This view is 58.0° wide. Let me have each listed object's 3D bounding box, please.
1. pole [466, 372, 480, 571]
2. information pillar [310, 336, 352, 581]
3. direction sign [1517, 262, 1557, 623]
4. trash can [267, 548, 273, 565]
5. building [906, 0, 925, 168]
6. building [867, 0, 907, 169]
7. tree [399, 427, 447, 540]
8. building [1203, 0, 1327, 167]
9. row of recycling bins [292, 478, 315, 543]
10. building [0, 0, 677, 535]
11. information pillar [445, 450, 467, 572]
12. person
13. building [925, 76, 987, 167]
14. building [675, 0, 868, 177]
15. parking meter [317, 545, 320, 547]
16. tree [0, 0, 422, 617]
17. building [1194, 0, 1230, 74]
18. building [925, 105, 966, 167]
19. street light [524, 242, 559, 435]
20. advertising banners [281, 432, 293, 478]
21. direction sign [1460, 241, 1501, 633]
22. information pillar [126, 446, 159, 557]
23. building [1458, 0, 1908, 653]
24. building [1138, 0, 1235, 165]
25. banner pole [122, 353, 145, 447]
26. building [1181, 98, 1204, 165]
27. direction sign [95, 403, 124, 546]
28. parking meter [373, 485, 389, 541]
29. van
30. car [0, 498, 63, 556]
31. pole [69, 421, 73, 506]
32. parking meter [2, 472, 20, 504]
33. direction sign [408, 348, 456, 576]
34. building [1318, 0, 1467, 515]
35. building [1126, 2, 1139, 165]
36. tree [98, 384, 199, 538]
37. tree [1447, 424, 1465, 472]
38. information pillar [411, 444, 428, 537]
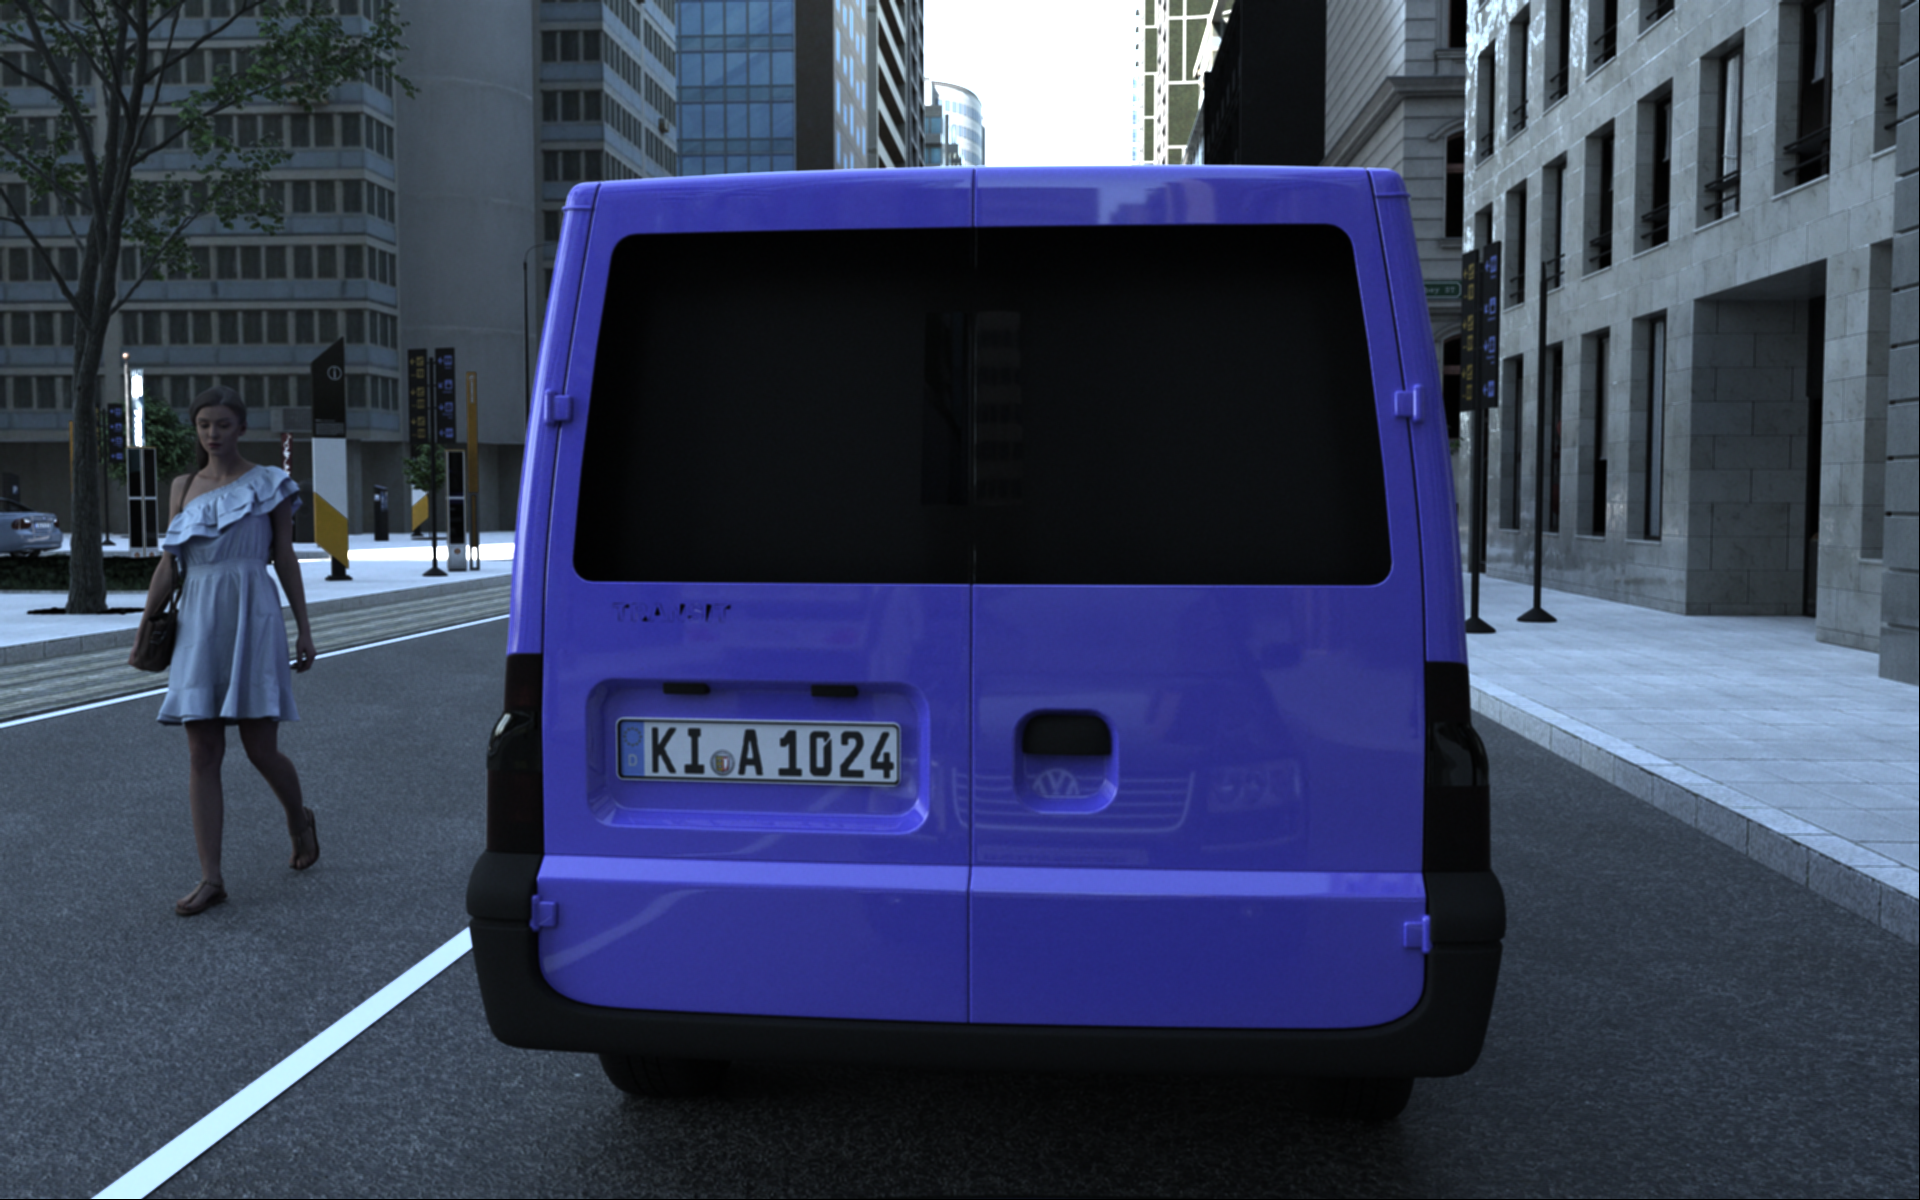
[{"bbox_3d":[-8.170,-2.153,29.049,0.158,3.312,0.155,0,3,0],"label":"pole"},{"bbox_3d":[-9.312,-2.096,25.621,0.504,3.616,0.183,-3,4,-38],"label":"information pillar"},{"bbox_3d":[5.820,-1.552,17.369,0.379,3.537,0.876,1,4,19],"label":"direction sign"},{"bbox_3d":[-12.798,-1.220,31.597,0.748,1.137,0.748,0,3,0],"label":"trash can"},{"bbox_3d":[-11.741,-44.546,166.578,20.563,71.187,20.611,0,4,4],"label":"building"},{"bbox_3d":[-15.445,-30.697,125.599,21.300,48.544,21.600,0,4,4],"label":"building"},{"bbox_3d":[-15.049,-3.319,48.870,1.663,3.219,1.824,0,3,0],"label":"tree"},{"bbox_3d":[15.666,-14.292,63.345,12.332,23.373,15.834,0,4,4],"label":"building"},{"bbox_3d":[-18.276,-2.392,46.228,3.534,1.692,1.069,2,4,30],"label":"row of recycling bins"},{"bbox_3d":[-24.063,-22.805,64.743,32.217,40.220,23.993,0,4,4],"label":"building"},{"bbox_3d":[-8.367,-1.484,28.752,0.304,2.012,0.304,-1,4,-20],"label":"information pillar"},{"bbox_3d":[-2.628,0.146,6.200,0.616,1.811,0.778,0,4,7],"label":"person"},{"bbox_3d":[-7.451,-43.049,245.841,21.231,58.520,28.212,0,4,4],"label":"building"},{"bbox_3d":[-12.598,-27.014,91.790,14.600,45.320,14.200,0,4,4],"label":"building"},{"bbox_3d":[-15.300,-2.038,41.730,0.372,1.533,0.369,0,3,0],"label":"parking meter"},{"bbox_3d":[-9.242,-5.664,18.357,9.928,11.665,9.643,0,3,0],"label":"tree"},{"bbox_3d":[30.607,-26.767,129.515,32.217,40.220,23.993,0,4,4],"label":"building"},{"bbox_3d":[-10.715,-36.471,215.902,23.786,49.044,30.456,0,4,4],"label":"building"},{"bbox_3d":[-7.334,-3.605,31.476,1.470,5.913,1.316,0,4,4],"label":"street light"},{"bbox_3d":[-19.728,-3.266,49.594,2.074,3.025,0.090,2,4,33],"label":"advertising banners"},{"bbox_3d":[4.787,-1.469,16.009,0.379,3.537,0.876,0,4,-4],"label":"direction sign"},{"bbox_3d":[-12.674,-1.368,26.865,0.304,2.012,0.304,1,4,17],"label":"information pillar"},{"bbox_3d":[12.992,-10.090,19.729,10.420,20.320,16.860,0,4,4],"label":"building"},{"bbox_3d":[30.458,-47.519,215.179,20.563,71.187,20.611,0,4,4],"label":"building"},{"bbox_3d":[-14.588,-2.484,30.634,0.863,3.779,0.401,3,5,41],"label":"banner pole"},{"bbox_3d":[15.872,-14.224,81.711,9.793,20.994,18.267,0,4,4],"label":"building"},{"bbox_3d":[-21.321,-3.133,43.220,0.876,3.537,0.379,-3,5,-43],"label":"direction sign"},{"bbox_3d":[-15.870,-2.389,47.478,0.372,1.533,0.369,0,3,0],"label":"parking meter"},{"bbox_3d":[0.263,-0.080,5.697,2.240,2.365,5.245,0,4,5],"label":"van"},{"bbox_3d":[-21.181,-1.476,36.129,4.499,1.417,2.014,0,4,4],"label":"car"},{"bbox_3d":[-24.705,-3.330,48.297,0.158,3.312,0.155,0,3,0],"label":"pole"},{"bbox_3d":[-25.539,-2.504,46.647,0.255,1.863,0.399,1,4,8],"label":"parking meter"},{"bbox_3d":[-8.224,-2.143,27.028,0.876,3.537,0.379,1,4,23],"label":"direction sign"},{"bbox_3d":[21.616,-15.760,45.064,23.554,28.519,14.401,0,4,4],"label":"building"},{"bbox_3d":[33.417,-57.638,255.046,22.319,86.520,31.000,0,4,4],"label":"building"},{"bbox_3d":[-24.237,-4.135,51.317,4.285,4.588,4.351,0,3,0],"label":"tree"},{"bbox_3d":[6.402,-1.855,24.925,1.663,3.219,1.824,0,3,0],"label":"tree"},{"bbox_3d":[-16.356,-3.731,52.359,0.504,3.616,0.183,-2,4,-30],"label":"information pillar"}]
